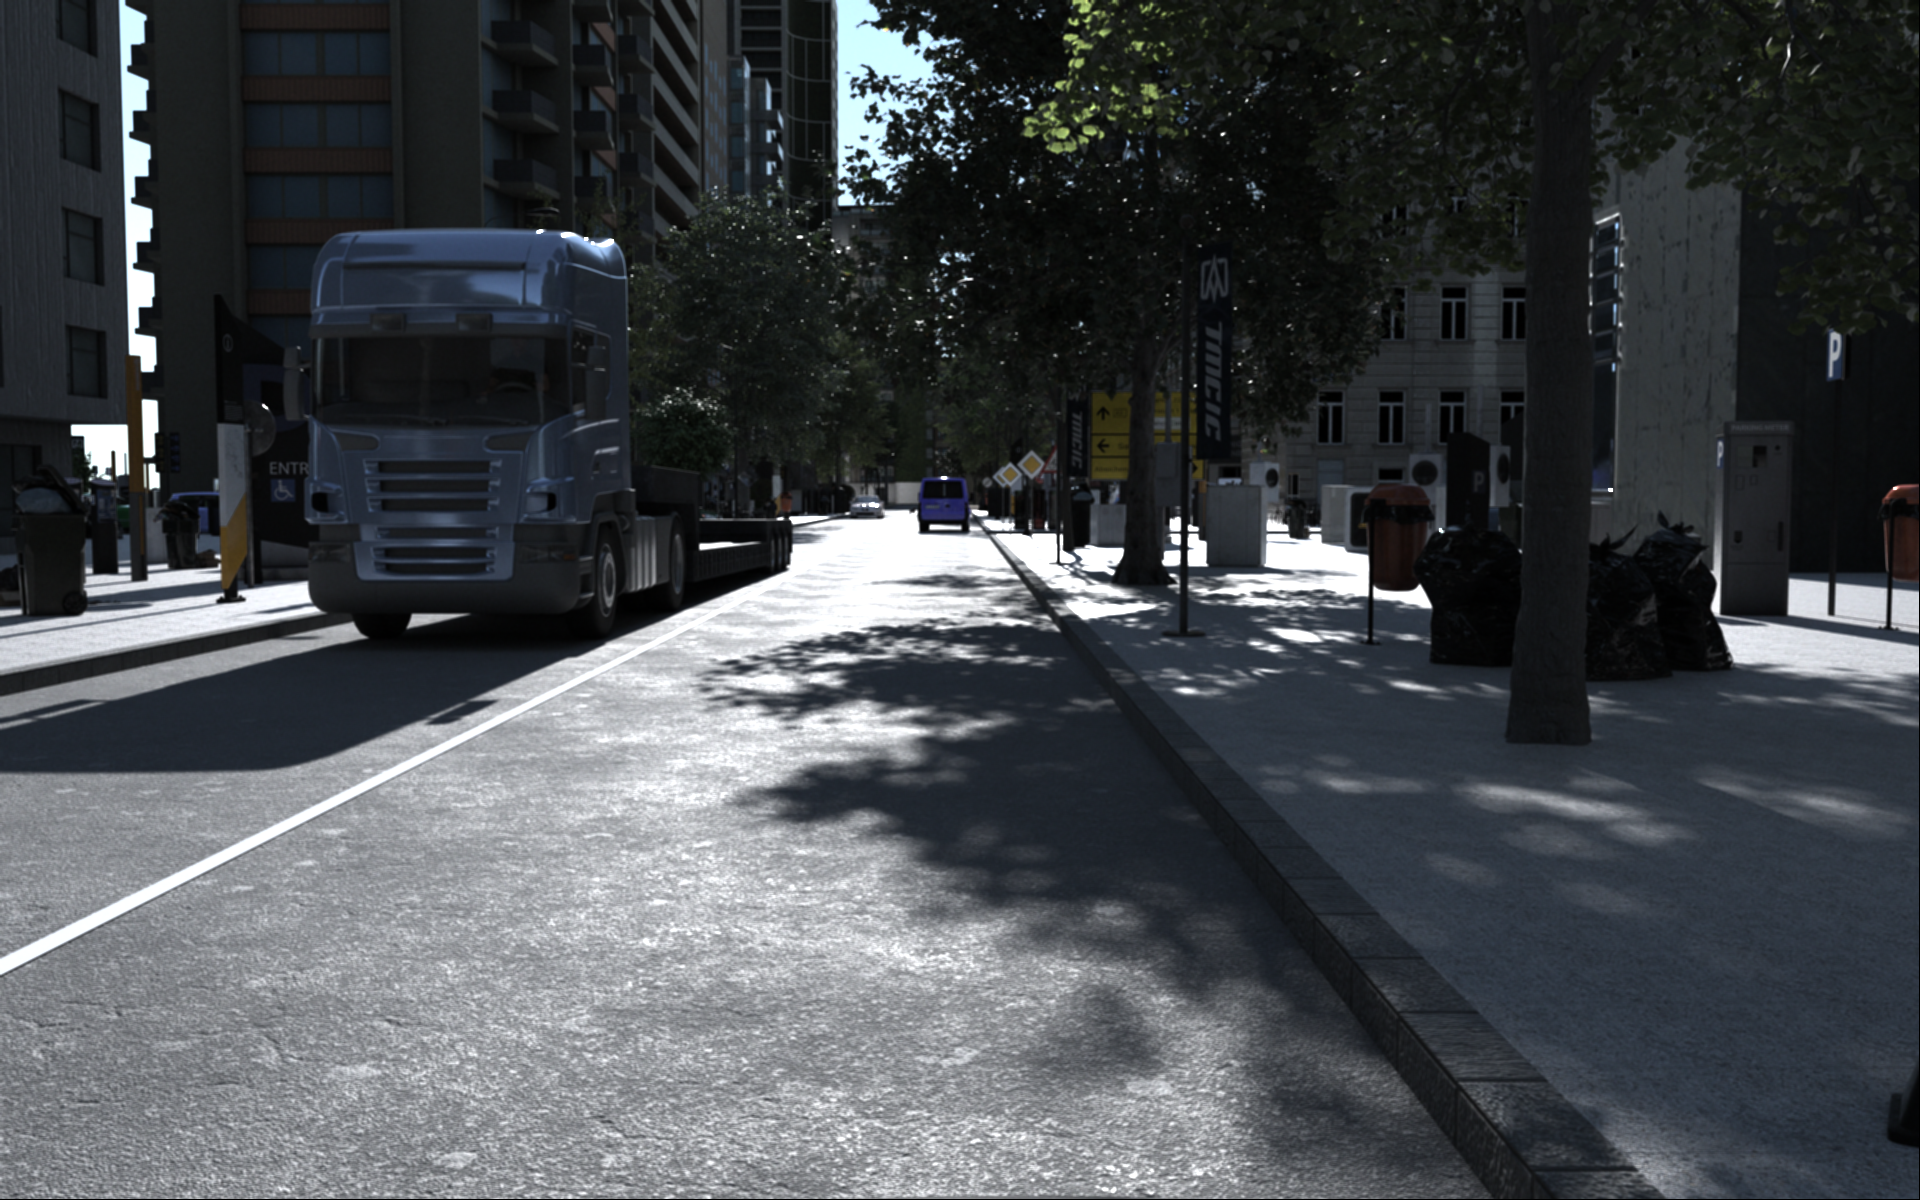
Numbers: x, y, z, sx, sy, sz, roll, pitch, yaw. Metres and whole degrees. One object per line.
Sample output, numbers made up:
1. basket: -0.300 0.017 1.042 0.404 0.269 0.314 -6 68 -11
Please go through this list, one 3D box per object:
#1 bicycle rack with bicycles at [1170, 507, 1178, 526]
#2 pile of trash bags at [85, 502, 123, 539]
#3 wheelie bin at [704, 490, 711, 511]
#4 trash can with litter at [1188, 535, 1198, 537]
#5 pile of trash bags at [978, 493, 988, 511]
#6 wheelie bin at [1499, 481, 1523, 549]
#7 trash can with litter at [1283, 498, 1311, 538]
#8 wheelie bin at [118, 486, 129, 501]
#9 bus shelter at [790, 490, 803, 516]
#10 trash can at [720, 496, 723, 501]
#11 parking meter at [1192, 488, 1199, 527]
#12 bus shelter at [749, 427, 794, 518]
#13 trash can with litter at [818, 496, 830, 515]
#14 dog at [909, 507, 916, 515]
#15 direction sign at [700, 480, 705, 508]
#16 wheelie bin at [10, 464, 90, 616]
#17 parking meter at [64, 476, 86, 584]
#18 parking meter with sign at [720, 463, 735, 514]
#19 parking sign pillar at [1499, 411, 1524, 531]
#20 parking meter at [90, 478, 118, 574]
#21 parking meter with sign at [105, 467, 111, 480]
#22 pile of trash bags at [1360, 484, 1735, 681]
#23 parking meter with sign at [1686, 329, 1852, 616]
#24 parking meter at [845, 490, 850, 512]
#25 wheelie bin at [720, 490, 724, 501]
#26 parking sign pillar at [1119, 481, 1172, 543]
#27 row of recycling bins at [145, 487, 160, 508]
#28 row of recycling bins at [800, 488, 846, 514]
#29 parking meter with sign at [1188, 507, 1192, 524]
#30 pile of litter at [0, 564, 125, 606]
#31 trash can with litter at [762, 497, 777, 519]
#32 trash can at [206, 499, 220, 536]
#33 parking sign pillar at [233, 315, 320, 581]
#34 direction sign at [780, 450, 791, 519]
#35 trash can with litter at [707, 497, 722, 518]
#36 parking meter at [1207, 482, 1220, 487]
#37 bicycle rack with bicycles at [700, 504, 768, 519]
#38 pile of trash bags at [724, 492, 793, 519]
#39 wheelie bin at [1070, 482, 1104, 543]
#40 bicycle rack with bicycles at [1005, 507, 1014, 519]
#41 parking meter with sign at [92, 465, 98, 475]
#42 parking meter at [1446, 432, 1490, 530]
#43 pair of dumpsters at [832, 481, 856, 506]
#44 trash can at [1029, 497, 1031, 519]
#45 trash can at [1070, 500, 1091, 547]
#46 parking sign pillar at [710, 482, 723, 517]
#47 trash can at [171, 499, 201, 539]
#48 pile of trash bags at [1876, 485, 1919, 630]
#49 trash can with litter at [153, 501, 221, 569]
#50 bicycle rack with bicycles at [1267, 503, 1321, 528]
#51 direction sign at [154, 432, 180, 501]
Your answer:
1. bicycle rack with bicycles: 7.280 -3.461 69.973 2.925 0.926 2.852 -1 4 -14
2. pile of trash bags: -25.693 -2.401 49.004 3.447 1.369 1.912 -3 5 -43
3. wheelie bin: -17.895 -7.068 123.476 0.693 1.594 0.980 -1 4 -13
4. trash can with litter: 7.790 -2.452 51.144 2.233 1.210 1.678 2 4 27
5. pile of trash bags: 2.221 -7.405 130.816 1.912 1.369 3.447 0 4 5
6. wheelie bin: 13.084 -2.013 40.813 0.980 1.594 0.693 -2 4 -23
7. trash can with litter: 9.775 -2.370 50.142 0.624 1.170 1.055 2 4 27
8. wheelie bin: -32.818 -3.706 68.500 0.980 1.594 0.693 -1 4 -20
9. bus shelter: -10.054 -6.766 104.541 2.014 3.302 5.546 0 4 0
10. trash can: -17.778 -7.070 127.251 0.748 1.137 0.748 0 3 0
11. parking meter: 9.271 -3.634 67.824 0.372 1.533 0.369 0 3 0
12. bus shelter: -10.699 -7.226 95.785 2.179 5.291 8.768 0 3 0
13. trash can with litter: -8.241 -5.696 104.508 0.624 1.170 1.055 0 4 6
14. dog: -3.314 -6.161 120.016 0.406 0.507 0.540 1 4 9
15. direction sign: -16.219 -7.161 109.075 0.379 3.537 0.876 1 4 17
16. wheelie bin: -9.668 -0.641 18.385 0.693 1.594 0.980 -3 4 -38
17. parking meter: -12.735 -1.001 24.773 0.372 1.533 0.369 0 3 0
18. parking meter with sign: -13.292 -6.451 101.729 0.543 3.016 1.738 3 5 43
19. parking sign pillar: 14.854 -3.484 45.438 1.447 3.967 1.447 1 4 11
20. parking meter: -13.824 -1.197 27.977 0.372 1.533 0.369 0 3 0
21. parking meter with sign: -55.675 -7.138 112.966 0.543 3.016 1.738 -3 5 -44
22. pile of trash bags: 4.330 -0.236 13.618 1.912 1.369 3.447 -2 4 -26
23. parking meter with sign: 8.398 -1.352 18.374 1.738 3.016 0.543 1 4 11
24. parking meter: -7.851 -6.878 120.868 0.372 1.533 0.369 0 3 0
25. wheelie bin: -18.129 -7.635 132.741 0.980 1.594 0.693 1 4 17
26. parking sign pillar: 4.870 -3.491 45.549 1.447 3.967 1.447 -1 4 -17
27. row of recycling bins: -61.992 -7.671 132.534 3.534 1.692 1.069 0 4 5
28. row of recycling bins: -9.209 -6.521 113.725 3.534 1.692 1.069 1 4 8
29. parking meter with sign: 9.628 -4.750 73.921 0.543 3.016 1.738 0 4 1
30. pile of litter: -10.769 -0.381 20.195 1.719 0.858 1.176 1 4 9
31. trash can with litter: -7.972 -3.645 70.981 0.624 1.170 1.055 -3 5 -43
32. trash can: -22.733 -2.536 53.121 0.748 1.137 0.748 0 3 0
33. parking sign pillar: -10.272 -2.308 26.206 1.447 3.967 1.447 -2 4 -23
34. direction sign: -8.974 -5.943 89.164 0.876 3.537 0.379 3 5 44
35. trash can with litter: -10.409 -3.873 74.715 1.055 1.170 0.624 2 4 33
36. parking meter: 5.450 -1.748 36.998 0.372 1.533 0.369 0 3 0
37. bicycle rack with bicycles: -8.529 -3.155 64.958 2.925 0.926 2.852 -1 4 -12
38. pile of trash bags: -9.606 -4.416 81.960 3.447 1.369 1.912 0 4 4
39. wheelie bin: 3.125 -2.313 45.725 0.693 1.594 0.980 -3 5 -44
40. bicycle rack with bicycles: 3.633 -4.731 90.733 2.852 0.926 2.925 -2 4 -34
41. parking meter with sign: -53.206 -6.649 104.976 1.738 3.016 0.543 0 4 1
42. parking meter: 4.858 -0.665 16.579 0.399 1.863 0.255 -3 4 -39
43. pair of dumpsters: -8.518 -7.591 126.602 1.574 2.255 4.437 0 3 0
44. trash can: 3.741 -4.682 88.211 0.748 1.137 0.748 0 3 0
45. trash can: 2.797 -1.845 41.821 0.748 1.137 0.748 0 3 0
46. parking sign pillar: -13.122 -6.387 92.907 1.447 3.967 1.447 -1 4 -10
47. trash can: -21.075 -2.174 47.202 0.748 1.137 0.748 0 3 0
48. pile of trash bags: 9.411 -0.327 15.105 1.912 1.369 3.447 -1 4 -15
49. trash can with litter: -13.317 -1.133 29.911 0.624 1.170 1.055 1 4 17
50. bicycle rack with bicycles: 13.189 -3.298 67.308 2.852 0.926 2.925 2 4 35
51. direction sign: -29.131 -4.386 63.713 0.876 3.537 0.379 0 4 -7
